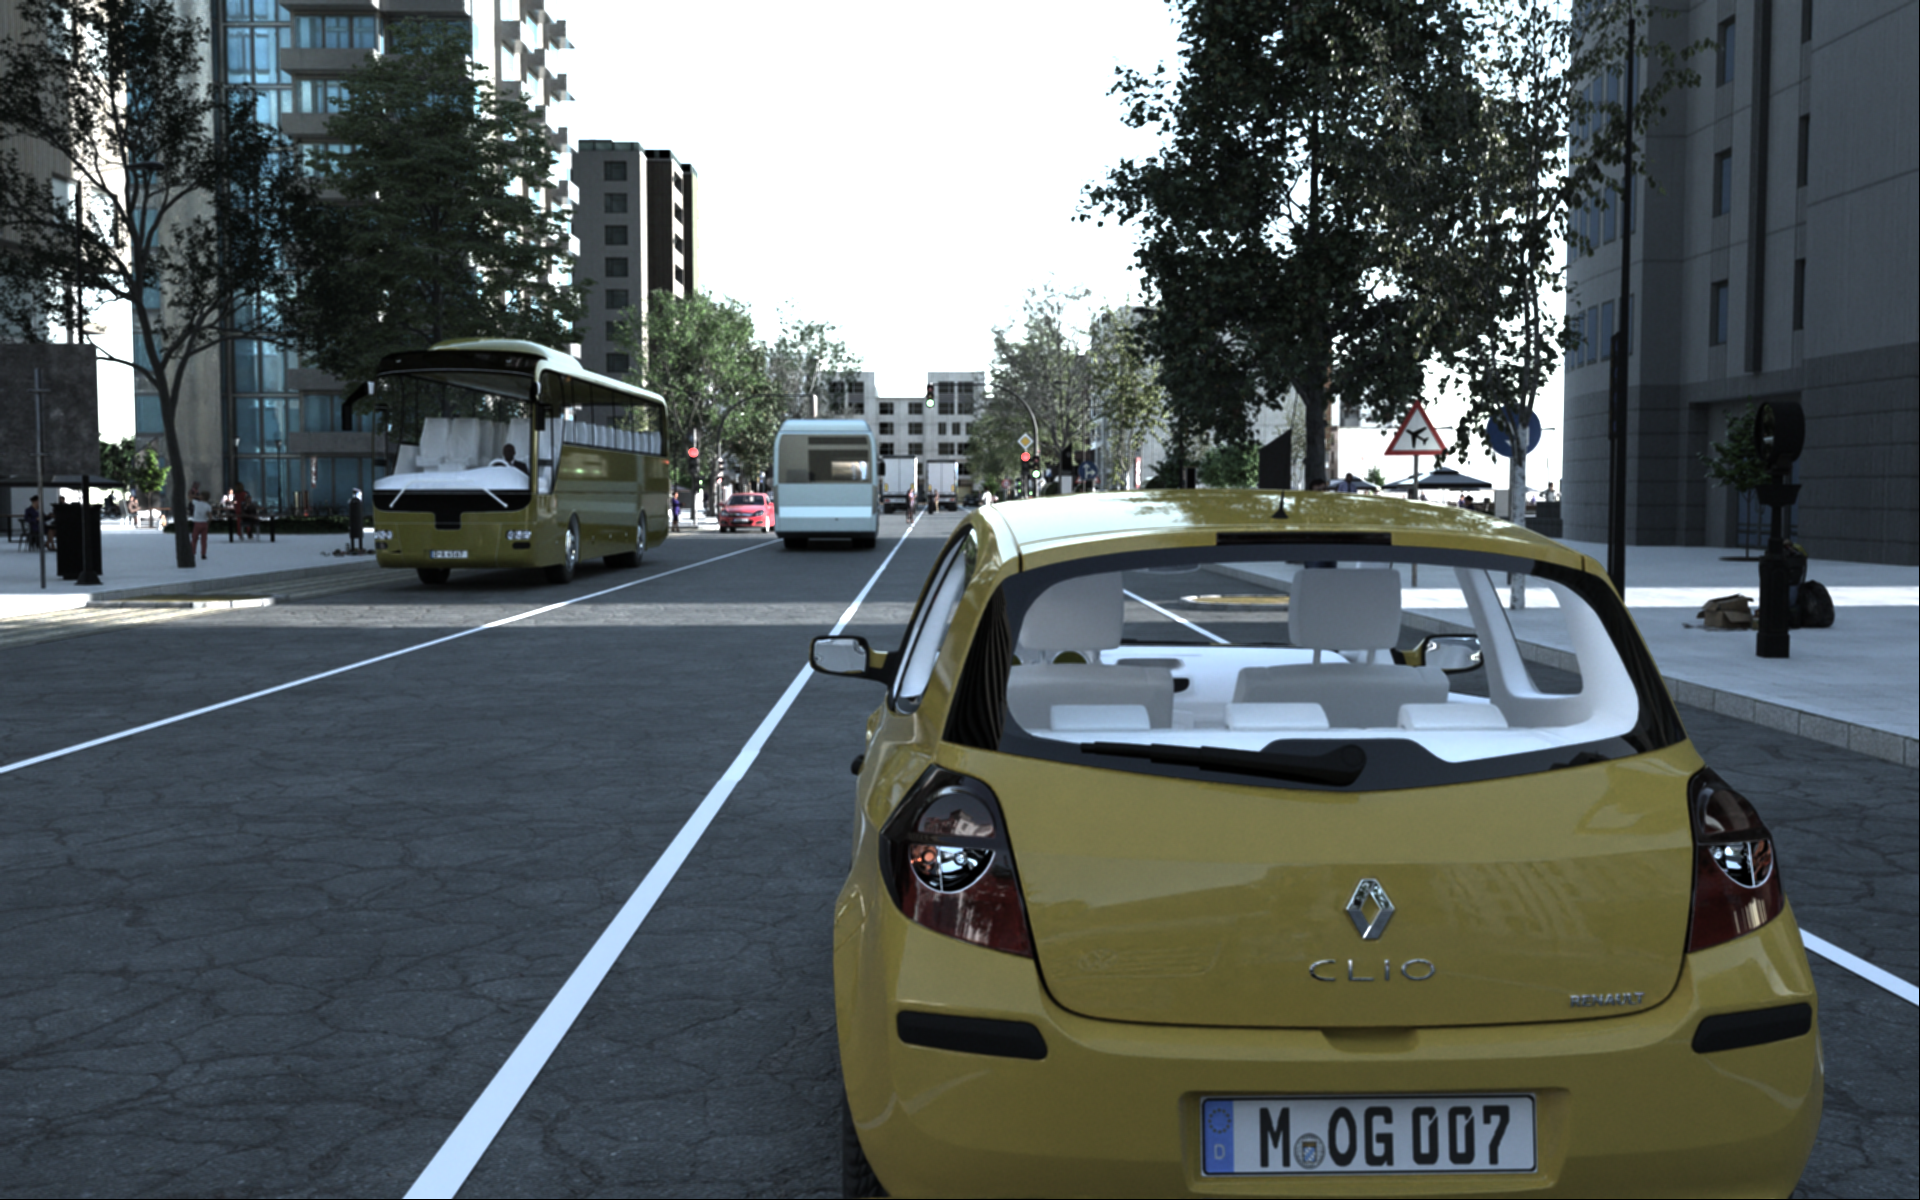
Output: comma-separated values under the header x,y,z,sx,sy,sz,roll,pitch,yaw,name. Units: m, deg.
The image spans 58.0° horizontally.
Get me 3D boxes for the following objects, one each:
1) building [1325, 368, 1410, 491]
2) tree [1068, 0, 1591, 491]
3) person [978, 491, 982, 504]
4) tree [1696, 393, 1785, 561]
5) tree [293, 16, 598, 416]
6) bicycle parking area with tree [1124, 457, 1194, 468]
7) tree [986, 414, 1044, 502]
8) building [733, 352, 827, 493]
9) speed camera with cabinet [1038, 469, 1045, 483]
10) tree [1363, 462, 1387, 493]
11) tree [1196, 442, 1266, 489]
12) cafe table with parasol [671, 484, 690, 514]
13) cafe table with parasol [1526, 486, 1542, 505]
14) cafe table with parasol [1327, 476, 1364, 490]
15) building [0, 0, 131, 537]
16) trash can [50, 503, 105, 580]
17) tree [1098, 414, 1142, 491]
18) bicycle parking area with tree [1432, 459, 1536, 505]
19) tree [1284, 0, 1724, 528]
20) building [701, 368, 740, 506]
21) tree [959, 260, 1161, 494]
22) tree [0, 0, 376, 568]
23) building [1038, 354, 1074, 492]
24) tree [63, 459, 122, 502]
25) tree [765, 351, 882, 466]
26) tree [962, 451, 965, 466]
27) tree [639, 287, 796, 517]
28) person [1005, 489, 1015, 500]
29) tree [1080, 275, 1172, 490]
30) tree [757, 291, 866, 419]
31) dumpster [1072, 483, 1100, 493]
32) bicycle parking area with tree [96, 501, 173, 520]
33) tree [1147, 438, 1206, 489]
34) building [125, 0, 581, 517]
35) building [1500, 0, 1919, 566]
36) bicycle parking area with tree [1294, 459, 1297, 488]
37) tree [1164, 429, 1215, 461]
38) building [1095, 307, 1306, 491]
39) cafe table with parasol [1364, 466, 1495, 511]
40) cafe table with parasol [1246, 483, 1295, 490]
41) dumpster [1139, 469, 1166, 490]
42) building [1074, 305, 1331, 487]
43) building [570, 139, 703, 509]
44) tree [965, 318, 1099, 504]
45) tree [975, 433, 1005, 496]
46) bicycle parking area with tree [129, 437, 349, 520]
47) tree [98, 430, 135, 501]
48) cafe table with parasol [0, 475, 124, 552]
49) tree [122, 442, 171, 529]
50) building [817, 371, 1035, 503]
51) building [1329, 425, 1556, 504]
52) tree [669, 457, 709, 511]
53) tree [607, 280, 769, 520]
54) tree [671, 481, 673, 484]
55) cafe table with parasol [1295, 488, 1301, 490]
x,y,z,sx,sy,sz,roll,pitch,yaw,name
61.132,-24.544,257.709,11.380,20.091,16.016,0,4,-1,building
6.595,-7.024,31.858,9.611,12.733,9.660,0,3,0,tree
2.591,-13.609,229.461,0.530,1.710,0.541,-2,4,-25,person
15.093,-2.375,33.430,1.663,3.219,1.824,0,3,0,tree
-12.951,-7.589,42.200,7.486,12.596,7.792,0,3,0,tree
15.273,-8.939,133.152,8.231,4.147,9.016,1,4,13,bicycle parking area with tree
4.898,-12.411,153.279,4.360,8.622,3.978,0,3,0,tree
-37.055,-25.631,263.048,32.646,21.610,27.936,0,4,-1,building
6.127,-8.247,129.171,0.660,3.252,2.038,1,4,17,speed camera with cabinet
24.594,-6.643,103.213,1.663,3.219,1.824,0,3,0,tree
16.245,-7.586,107.741,4.285,4.588,4.351,0,3,0,tree
-17.722,-6.148,105.378,2.610,1.966,2.610,1,4,18,cafe table with parasol
50.147,-9.074,153.225,2.610,1.966,2.610,1,4,23,cafe table with parasol
14.710,-3.663,64.752,2.610,1.966,2.610,-1,4,-14,cafe table with parasol
-40.585,-27.786,43.535,27.495,52.752,28.713,0,4,-1,building
-13.243,-0.879,26.028,0.748,1.137,0.748,0,3,0,trash can
13.956,-12.332,151.991,4.360,8.622,3.978,0,3,0,tree
43.507,-9.665,145.018,9.016,4.147,8.231,0,4,6,bicycle parking area with tree
5.974,-4.203,19.075,4.360,8.622,3.978,0,3,0,tree
-31.815,-21.712,211.418,11.380,20.091,16.016,0,4,-1,building
5.288,-11.029,90.699,12.009,13.543,11.850,0,3,0,tree
-13.818,-5.854,30.118,7.601,10.594,8.767,2,4,26,tree
27.245,-25.698,264.135,32.646,21.610,27.936,0,4,-1,building
-25.461,-3.409,50.346,1.663,3.219,1.824,0,3,0,tree
-15.025,-14.604,149.143,12.009,13.543,11.850,0,3,0,tree
3.752,-18.772,225.054,7.486,12.596,7.792,0,3,0,tree
-13.553,-10.938,95.844,9.611,12.733,9.660,0,3,0,tree
5.214,-10.392,175.959,1.348,1.824,0.705,-2,4,-32,person
5.898,-6.671,59.433,4.737,8.622,4.395,0,3,0,tree
-16.452,-18.884,164.637,12.611,20.169,13.585,0,3,0,tree
7.515,-6.161,103.224,1.502,2.255,1.985,0,4,-1,dumpster
-45.962,-6.222,88.725,9.016,4.147,8.231,-1,4,-10,bicycle parking area with tree
6.629,-3.516,52.083,1.663,3.219,1.824,0,3,0,tree
-36.982,-29.973,109.663,23.786,49.044,30.456,0,4,-1,building
27.147,-30.650,43.121,21.231,58.520,28.212,0,4,-1,building
28.527,-9.717,145.880,9.016,4.147,8.231,2,4,35,bicycle parking area with tree
17.145,-10.786,126.721,4.360,8.622,3.978,0,3,0,tree
23.266,-18.686,171.967,16.747,18.905,31.486,0,4,-1,building
11.974,-2.327,42.918,2.610,1.966,2.610,-2,4,-32,cafe table with parasol
17.046,-5.725,98.475,2.610,1.966,2.610,-3,5,-39,cafe table with parasol
7.424,-3.759,63.954,1.502,2.255,1.985,0,4,-1,dumpster
29.059,-22.018,203.975,27.936,21.610,32.646,0,4,-1,building
-29.608,-22.823,144.864,14.160,30.474,14.107,0,4,-1,building
4.994,-11.752,110.273,7.486,12.596,7.792,0,3,0,tree
3.981,-15.681,206.748,4.737,8.622,4.395,0,3,0,tree
-36.130,-6.273,89.570,9.016,4.147,8.231,1,4,14,bicycle parking area with tree
-68.632,-10.567,135.678,11.467,7.101,20.602,-2,4,-25,tree
-20.253,-2.085,38.958,2.610,1.966,2.610,-1,4,-10,cafe table with parasol
-30.064,-4.268,64.387,1.663,3.219,1.824,0,3,0,tree
-4.904,-23.912,257.412,31.486,18.905,16.747,0,4,-1,building
59.993,-16.754,216.081,28.070,9.664,9.099,0,4,-1,building
-20.261,-9.076,132.099,4.285,4.588,4.351,0,3,0,tree
-13.270,-9.769,85.476,9.928,11.665,9.643,0,3,0,tree
-18.728,-7.005,109.134,1.663,3.219,1.824,0,3,0,tree
23.242,-7.473,127.049,2.610,1.966,2.610,-3,5,-43,cafe table with parasol
